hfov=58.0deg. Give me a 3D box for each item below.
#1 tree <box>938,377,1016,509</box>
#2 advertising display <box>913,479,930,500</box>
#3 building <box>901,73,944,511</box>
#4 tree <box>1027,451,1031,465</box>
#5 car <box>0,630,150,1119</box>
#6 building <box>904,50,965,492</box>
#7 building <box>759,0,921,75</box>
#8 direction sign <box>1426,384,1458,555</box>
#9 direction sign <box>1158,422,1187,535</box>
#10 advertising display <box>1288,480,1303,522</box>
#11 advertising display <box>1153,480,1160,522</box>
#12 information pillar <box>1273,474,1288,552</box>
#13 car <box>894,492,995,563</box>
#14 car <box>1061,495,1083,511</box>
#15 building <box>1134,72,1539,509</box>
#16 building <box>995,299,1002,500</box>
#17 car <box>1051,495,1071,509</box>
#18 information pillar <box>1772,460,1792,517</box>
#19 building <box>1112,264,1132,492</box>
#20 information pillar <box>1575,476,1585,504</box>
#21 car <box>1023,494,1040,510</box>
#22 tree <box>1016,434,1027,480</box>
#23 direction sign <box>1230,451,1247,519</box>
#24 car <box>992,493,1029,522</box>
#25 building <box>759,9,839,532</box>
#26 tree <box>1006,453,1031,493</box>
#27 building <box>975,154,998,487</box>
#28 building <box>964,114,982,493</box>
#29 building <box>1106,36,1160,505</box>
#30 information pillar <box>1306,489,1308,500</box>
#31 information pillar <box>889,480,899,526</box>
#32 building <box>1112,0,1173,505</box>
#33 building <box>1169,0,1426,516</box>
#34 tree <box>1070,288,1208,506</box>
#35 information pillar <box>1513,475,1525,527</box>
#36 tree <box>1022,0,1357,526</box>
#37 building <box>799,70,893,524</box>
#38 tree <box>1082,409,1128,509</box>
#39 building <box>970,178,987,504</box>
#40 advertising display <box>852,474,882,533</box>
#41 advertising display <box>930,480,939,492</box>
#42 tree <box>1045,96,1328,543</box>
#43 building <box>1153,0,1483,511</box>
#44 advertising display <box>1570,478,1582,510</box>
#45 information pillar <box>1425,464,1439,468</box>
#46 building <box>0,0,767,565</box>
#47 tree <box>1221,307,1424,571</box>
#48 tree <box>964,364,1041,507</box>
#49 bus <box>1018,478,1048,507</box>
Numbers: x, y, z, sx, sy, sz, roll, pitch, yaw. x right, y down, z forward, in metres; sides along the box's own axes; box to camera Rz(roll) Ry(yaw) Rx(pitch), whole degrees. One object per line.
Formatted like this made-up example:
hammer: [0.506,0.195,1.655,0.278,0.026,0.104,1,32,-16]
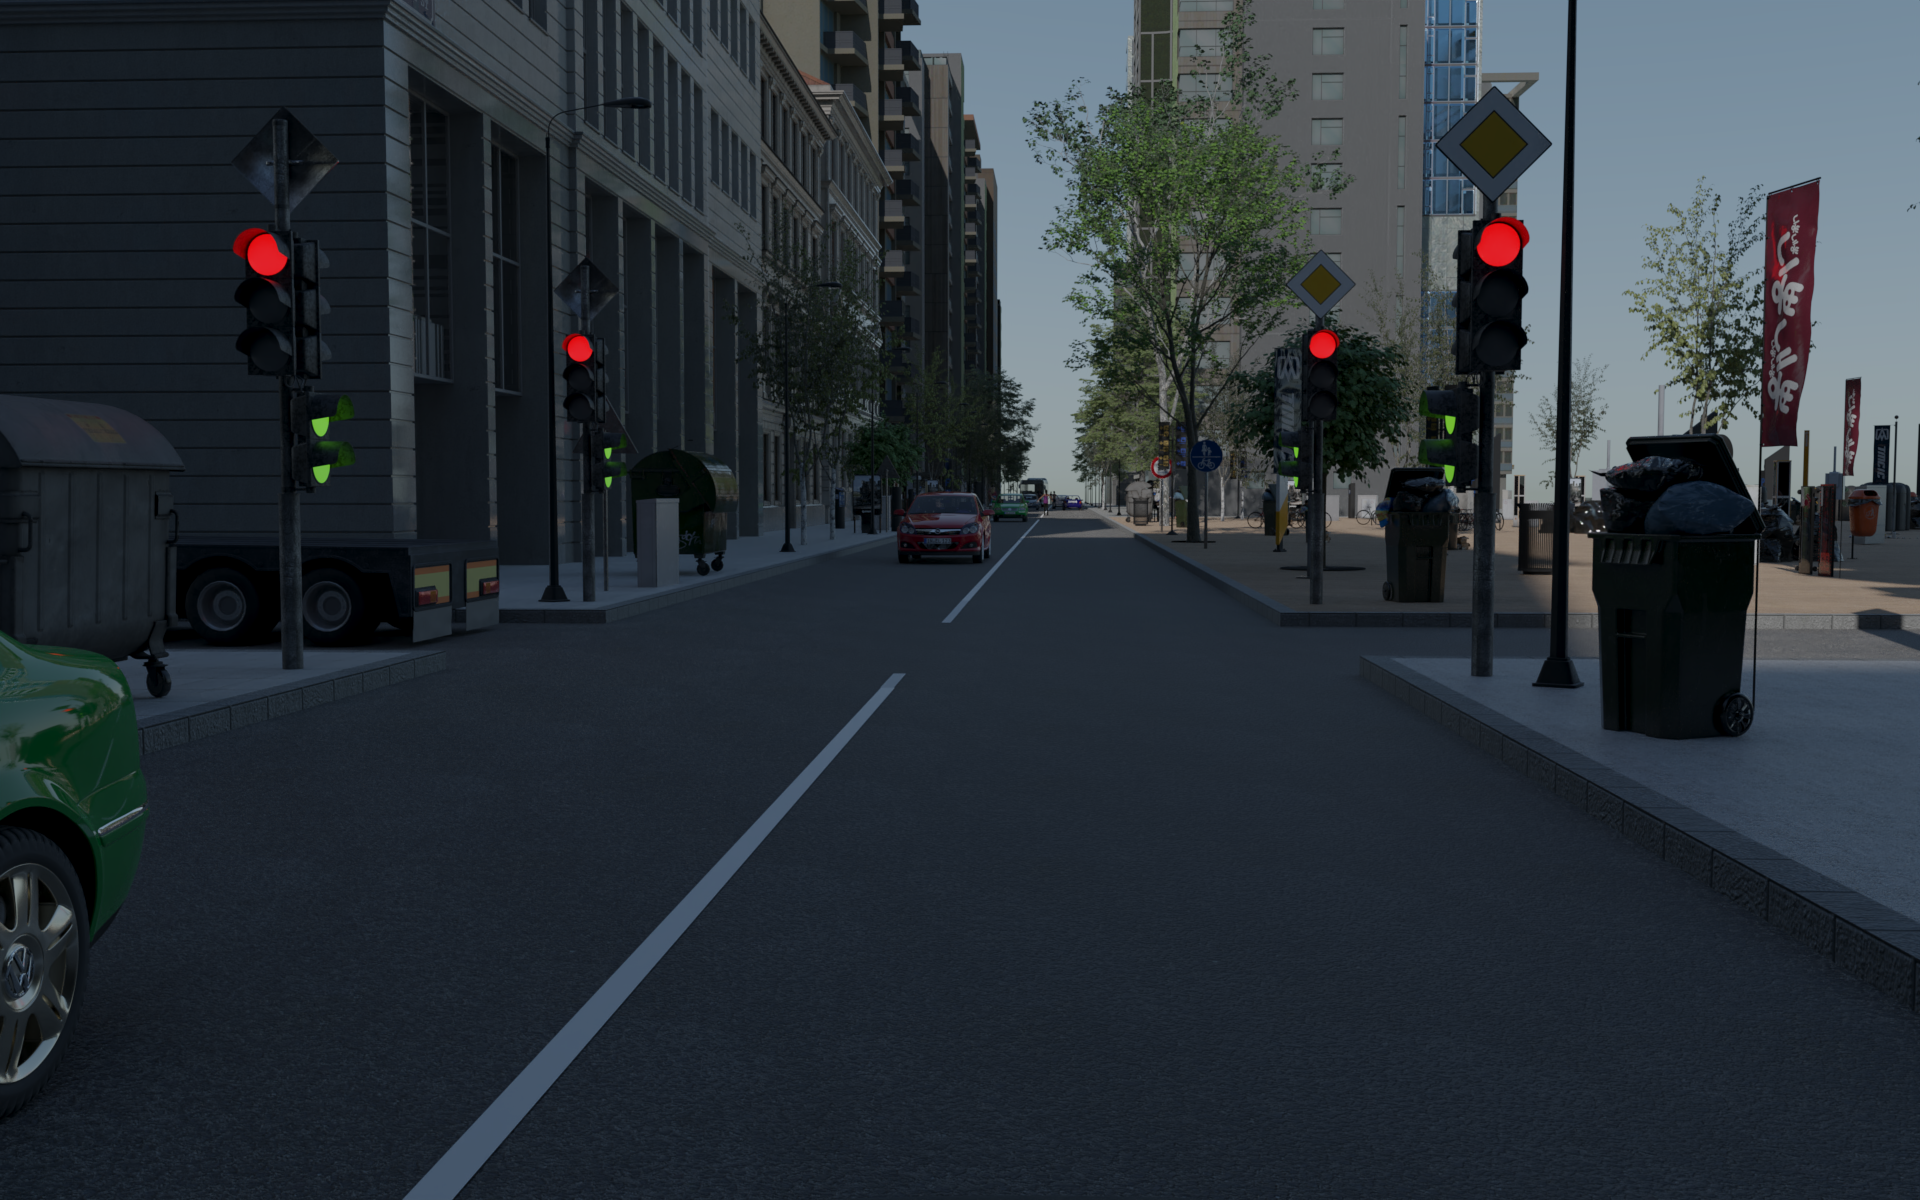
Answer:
tree: [0.462,-9.746,109.708,4.360,8.622,3.978,0,3,0]
advertising display: [-1.751,-4.342,76.210,0.123,1.923,0.974,-3,4,-37]
building: [-17.151,-27.283,137.950,32.217,40.220,23.993,0,4,3]
tree: [6.294,-15.735,207.633,4.360,8.622,3.978,0,3,0]
car: [-3.081,0.377,2.638,1.959,1.807,4.718,0,4,2]
building: [-6.998,-28.915,156.360,14.154,41.232,14.086,0,4,3]
building: [-14.089,-27.876,110.396,22.147,44.769,28.867,0,4,3]
direction sign: [10.053,-2.705,36.227,0.379,3.537,0.876,-2,4,-28]
direction sign: [6.656,-3.809,54.281,0.876,3.537,0.379,1,4,11]
advertising display: [15.479,-4.616,80.685,0.974,1.923,0.123,1,4,22]
advertising display: [9.207,-4.551,79.629,0.123,1.923,0.974,-2,4,-30]
information pillar: [7.132,-2.874,38.345,0.183,3.616,0.504,2,4,33]
car: [-0.303,-1.726,37.261,2.155,1.783,4.494,0,4,4]
car: [9.818,-8.494,151.458,1.945,1.354,3.894,0,4,3]
building: [32.027,-28.302,154.615,32.217,40.220,23.993,0,4,3]
building: [-1.331,-29.094,247.390,14.160,30.474,14.107,0,4,3]
car: [9.860,-9.518,167.985,2.083,1.381,4.827,0,4,3]
information pillar: [17.907,-2.035,37.765,0.304,2.012,0.304,1,4,12]
building: [26.036,-27.168,215.899,14.160,30.474,14.107,0,4,3]
information pillar: [24.745,-3.955,69.157,0.304,2.012,0.304,0,4,-6]
car: [6.166,-8.722,154.604,2.014,1.417,4.499,0,4,2]
tree: [2.246,-11.493,138.265,4.360,8.622,3.978,0,3,0]
direction sign: [14.565,-6.033,90.642,0.876,3.537,0.379,1,4,11]
car: [2.635,-4.977,90.165,1.959,1.807,4.718,0,4,3]
building: [-10.909,-12.165,63.530,10.561,19.102,19.286,0,4,3]
tree: [7.986,-17.958,243.971,4.737,8.622,4.395,0,3,0]
building: [-2.143,-35.613,232.388,14.600,45.320,14.200,0,4,3]
building: [-8.951,-33.155,196.707,22.147,44.769,28.867,0,4,3]
building: [31.560,-56.498,236.414,22.319,86.520,31.000,0,4,3]
information pillar: [18.233,-6.036,90.036,0.504,3.616,0.183,-1,4,-15]
information pillar: [-2.668,-3.996,69.819,0.304,2.012,0.304,3,4,37]
building: [28.042,-46.391,196.743,20.563,71.187,20.611,0,4,3]
building: [19.819,-25.790,105.269,14.154,41.232,14.086,0,4,3]
tree: [9.995,-10.869,95.834,7.486,12.596,7.792,0,3,0]
information pillar: [21.521,-3.802,66.658,0.304,2.012,0.304,-1,4,-20]
tree: [8.609,-12.948,67.581,12.611,20.169,13.585,0,3,0]
building: [-10.015,-15.133,83.587,11.583,22.565,21.152,0,4,3]
tree: [12.051,-11.921,145.278,4.360,8.622,3.978,0,3,0]
building: [-3.967,-32.715,218.480,14.154,41.232,14.086,0,4,3]
advertising display: [-3.039,-3.152,56.742,0.974,1.923,0.123,0,4,8]
advertising display: [-1.416,-4.403,77.199,0.974,1.923,0.123,1,4,9]
tree: [6.079,-7.326,45.534,9.928,11.665,9.643,0,3,0]
building: [25.699,-49.750,126.081,22.319,86.520,31.000,0,4,3]
advertising display: [24.069,-3.860,68.325,0.974,1.923,0.123,-1,4,-18]
information pillar: [10.578,-2.096,38.767,0.304,2.012,0.304,0,4,5]
building: [-12.263,-15.924,37.850,11.434,29.767,29.804,0,4,3]
tree: [6.249,-2.789,29.320,4.285,4.588,4.351,0,3,0]
tree: [2.879,-16.159,170.857,9.857,13.997,8.962,0,3,0]
bus: [8.259,-12.045,191.800,2.948,3.499,13.247,0,4,5]
